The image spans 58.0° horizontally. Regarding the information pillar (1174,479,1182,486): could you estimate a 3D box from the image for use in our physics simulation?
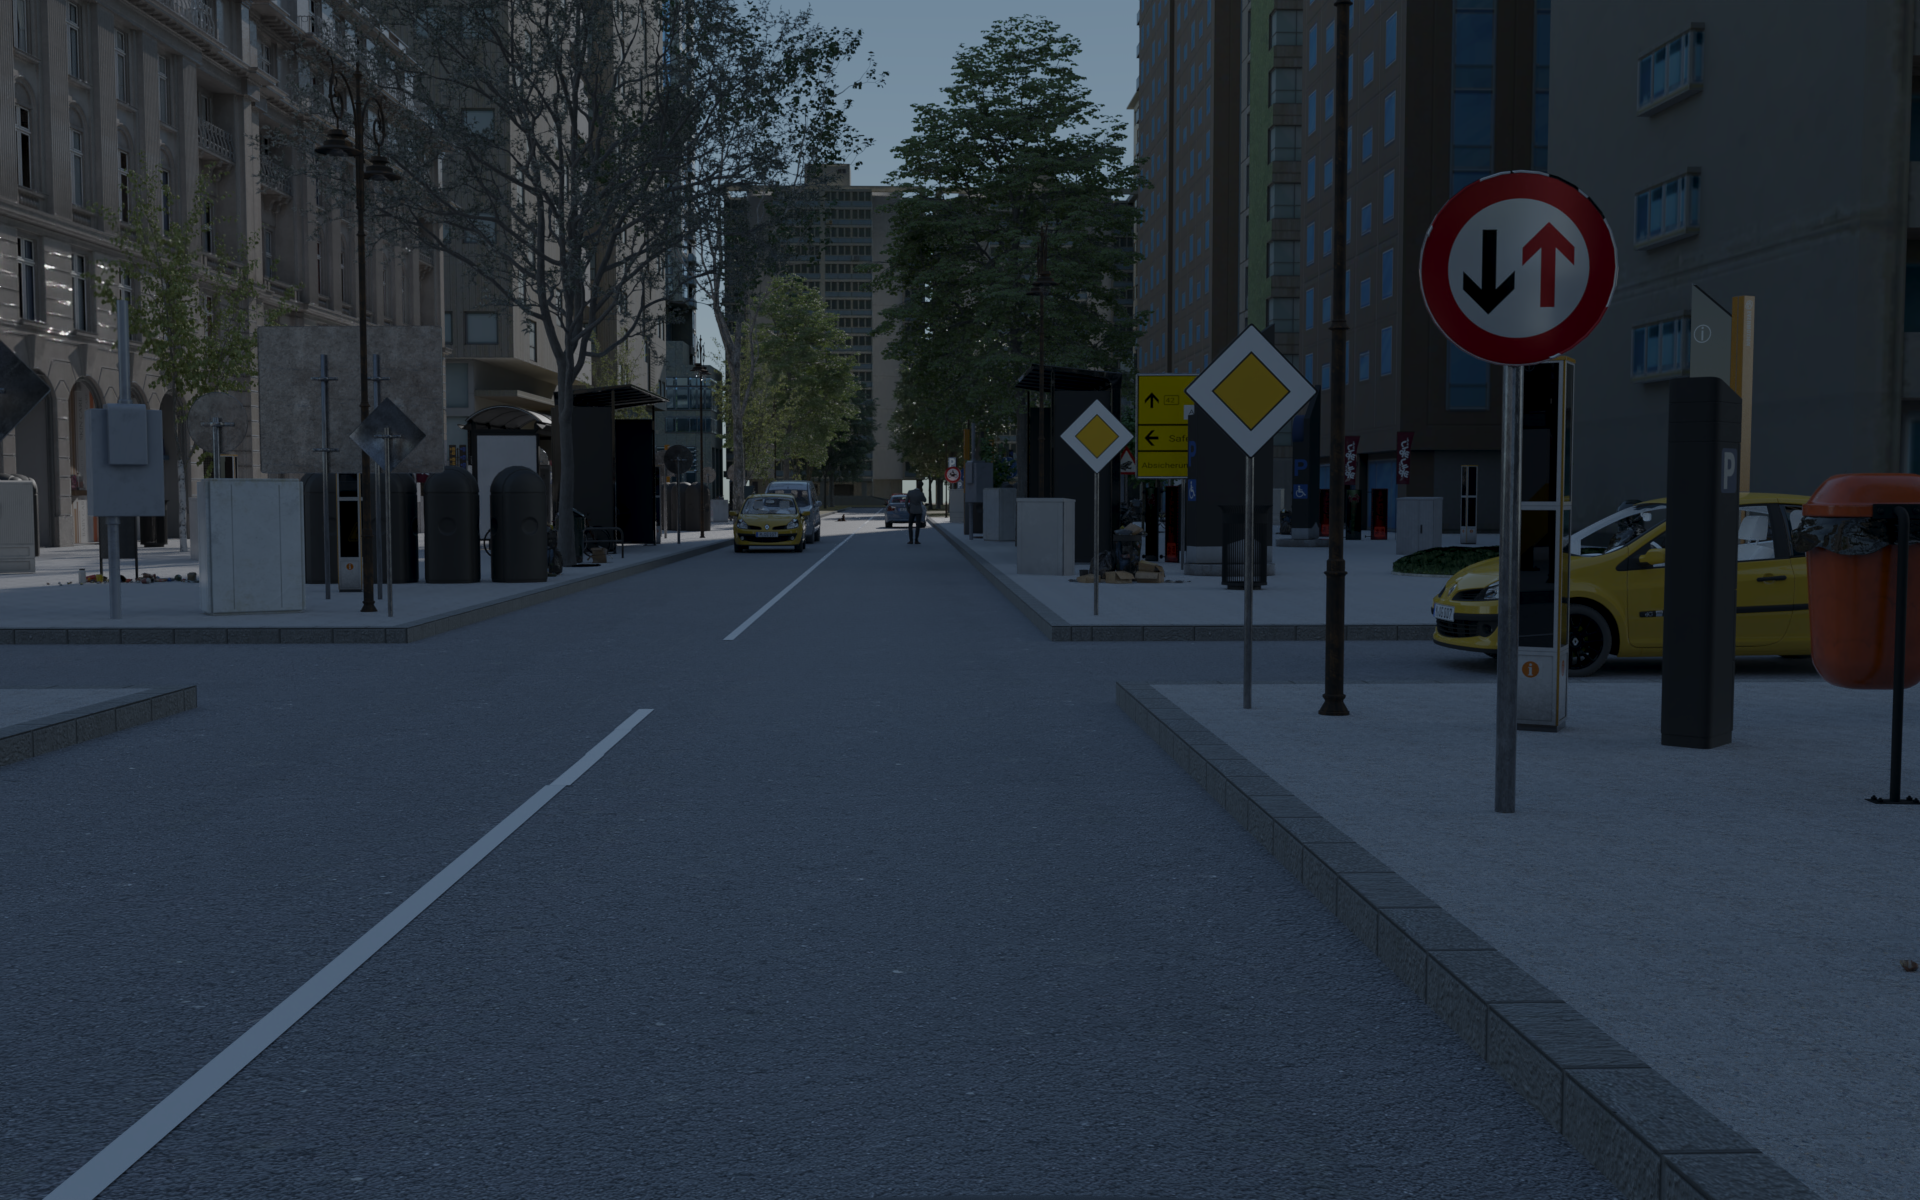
[{"bbox_3d":[10.301,-5.504,81.348,0.504,3.616,0.183,1,4,21],"label":"information pillar"}]

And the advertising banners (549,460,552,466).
[{"bbox_3d":[-21.769,-5.720,89.702,2.074,3.025,0.090,0,4,4],"label":"advertising banners"}]

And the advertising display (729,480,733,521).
[{"bbox_3d":[-10.857,-4.699,82.047,0.123,1.923,0.974,-1,4,-9],"label":"advertising display"}]

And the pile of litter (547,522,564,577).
[{"bbox_3d":[-6.792,-0.806,27.142,1.176,0.858,1.719,1,4,11],"label":"pile of litter"}]

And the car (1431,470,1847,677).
[{"bbox_3d":[5.957,-0.252,14.339,3.980,1.641,2.015,0,4,-2],"label":"car"}]

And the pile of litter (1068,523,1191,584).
[{"bbox_3d":[2.477,-0.687,25.196,1.719,0.858,1.176,1,4,21],"label":"pile of litter"}]

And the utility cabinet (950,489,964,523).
[{"bbox_3d":[0.105,-4.158,76.657,1.173,1.500,0.318,3,4,36],"label":"utility cabinet"}]

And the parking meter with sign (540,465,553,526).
[{"bbox_3d":[-11.063,-3.008,45.436,1.738,3.016,0.543,0,4,-4],"label":"parking meter with sign"}]

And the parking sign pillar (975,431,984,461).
[{"bbox_3d":[0.981,-5.309,75.278,1.447,3.967,1.447,-1,4,-10],"label":"parking sign pillar"}]

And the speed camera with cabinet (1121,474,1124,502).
[{"bbox_3d":[3.896,-3.312,48.488,0.660,3.252,2.038,-1,4,-21],"label":"speed camera with cabinet"}]

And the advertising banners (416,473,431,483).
[{"bbox_3d":[-13.524,-2.771,41.492,2.074,3.025,0.090,-3,5,-41],"label":"advertising banners"}]

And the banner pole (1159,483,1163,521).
[{"bbox_3d":[9.676,-5.704,83.277,0.401,3.779,0.863,1,4,16],"label":"banner pole"}]

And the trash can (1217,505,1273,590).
[{"bbox_3d":[3.831,-0.713,23.315,0.748,1.137,0.748,0,3,0],"label":"trash can"}]

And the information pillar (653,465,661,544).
[{"bbox_3d":[-7.890,-2.444,44.452,0.304,2.012,0.304,1,4,22],"label":"information pillar"}]

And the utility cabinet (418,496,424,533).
[{"bbox_3d":[-17.926,-2.794,56.848,1.020,1.237,0.306,2,4,34],"label":"utility cabinet"}]

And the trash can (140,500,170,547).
[{"bbox_3d":[-19.500,-1.848,41.876,0.748,1.137,0.748,0,3,0],"label":"trash can"}]

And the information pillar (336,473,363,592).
[{"bbox_3d":[-7.980,-1.112,22.679,0.304,2.012,0.304,-1,4,-11],"label":"information pillar"}]

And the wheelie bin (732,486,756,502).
[{"bbox_3d":[-8.396,-3.621,67.118,0.693,1.594,0.980,-3,5,-41],"label":"wheelie bin"}]

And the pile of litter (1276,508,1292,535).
[{"bbox_3d":[10.569,-2.500,54.845,1.176,0.858,1.719,1,4,17],"label":"pile of litter"}]

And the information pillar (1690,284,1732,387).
[{"bbox_3d":[8.321,-1.706,19.251,0.183,3.616,0.504,-3,4,-38],"label":"information pillar"}]

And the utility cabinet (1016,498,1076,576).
[{"bbox_3d":[1.368,-1.005,27.599,0.306,1.237,1.020,-3,5,-45],"label":"utility cabinet"}]

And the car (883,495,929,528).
[{"bbox_3d":[-2.331,-3.841,74.806,2.014,1.417,4.499,0,4,0],"label":"car"}]

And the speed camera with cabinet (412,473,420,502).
[{"bbox_3d":[-17.311,-3.527,52.004,2.038,3.252,0.660,0,4,-8],"label":"speed camera with cabinet"}]

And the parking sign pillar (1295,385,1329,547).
[{"bbox_3d":[8.448,-3.289,42.254,1.447,3.967,1.447,1,4,23],"label":"parking sign pillar"}]

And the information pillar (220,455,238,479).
[{"bbox_3d":[-13.645,-1.702,32.317,0.304,2.012,0.304,-1,4,-12],"label":"information pillar"}]

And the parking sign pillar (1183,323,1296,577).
[{"bbox_3d":[4.288,-2.385,27.460,1.447,3.967,1.447,-1,4,-14],"label":"parking sign pillar"}]

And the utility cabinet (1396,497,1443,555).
[{"bbox_3d":[9.615,-1.537,36.297,0.306,1.237,1.020,-2,4,-33],"label":"utility cabinet"}]

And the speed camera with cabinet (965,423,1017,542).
[{"bbox_3d":[0.854,-3.264,47.703,0.660,3.252,2.038,-2,4,-27],"label":"speed camera with cabinet"}]

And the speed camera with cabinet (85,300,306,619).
[{"bbox_3d":[-8.075,-1.466,18.308,2.038,3.252,0.660,-2,4,-33],"label":"speed camera with cabinet"}]

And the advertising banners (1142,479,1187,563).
[{"bbox_3d":[3.959,-2.211,32.339,0.090,3.025,2.074,-2,4,-24],"label":"advertising banners"}]

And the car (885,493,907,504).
[{"bbox_3d":[-3.454,-5.792,103.744,2.155,1.783,4.494,0,4,-1],"label":"car"}]

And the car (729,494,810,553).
[{"bbox_3d":[-4.775,-2.048,43.705,2.015,1.641,3.980,0,4,-3],"label":"car"}]

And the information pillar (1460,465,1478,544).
[{"bbox_3d":[12.978,-2.426,44.162,0.304,2.012,0.304,-1,4,-13],"label":"information pillar"}]

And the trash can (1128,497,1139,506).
[{"bbox_3d":[9.305,-4.994,93.306,0.748,1.137,0.748,0,3,0],"label":"trash can"}]

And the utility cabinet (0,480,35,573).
[{"bbox_3d":[-15.462,-1.162,27.670,1.173,1.500,0.318,-2,4,-29],"label":"utility cabinet"}]

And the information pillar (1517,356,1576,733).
[{"bbox_3d":[3.149,-0.302,9.436,0.304,2.012,0.304,2,4,28],"label":"information pillar"}]

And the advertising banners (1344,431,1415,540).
[{"bbox_3d":[11.679,-3.188,48.305,2.074,3.025,0.090,-1,4,-9],"label":"advertising banners"}]

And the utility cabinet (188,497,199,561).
[{"bbox_3d":[-14.757,-1.380,33.721,0.306,1.237,1.020,-2,4,-33],"label":"utility cabinet"}]

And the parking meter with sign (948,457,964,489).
[{"bbox_3d":[0.262,-5.309,83.064,1.738,3.016,0.543,-3,5,-43],"label":"parking meter with sign"}]

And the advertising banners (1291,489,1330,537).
[{"bbox_3d":[10.942,-3.401,51.796,2.074,3.025,0.090,0,4,-5],"label":"advertising banners"}]

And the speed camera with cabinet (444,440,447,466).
[{"bbox_3d":[-18.528,-4.195,62.926,0.660,3.252,2.038,-1,4,-13],"label":"speed camera with cabinet"}]

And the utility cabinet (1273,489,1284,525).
[{"bbox_3d":[12.711,-3.817,71.083,1.173,1.500,0.318,3,5,41],"label":"utility cabinet"}]

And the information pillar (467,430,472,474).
[{"bbox_3d":[-14.107,-3.610,50.379,0.183,3.616,0.504,2,4,24],"label":"information pillar"}]
